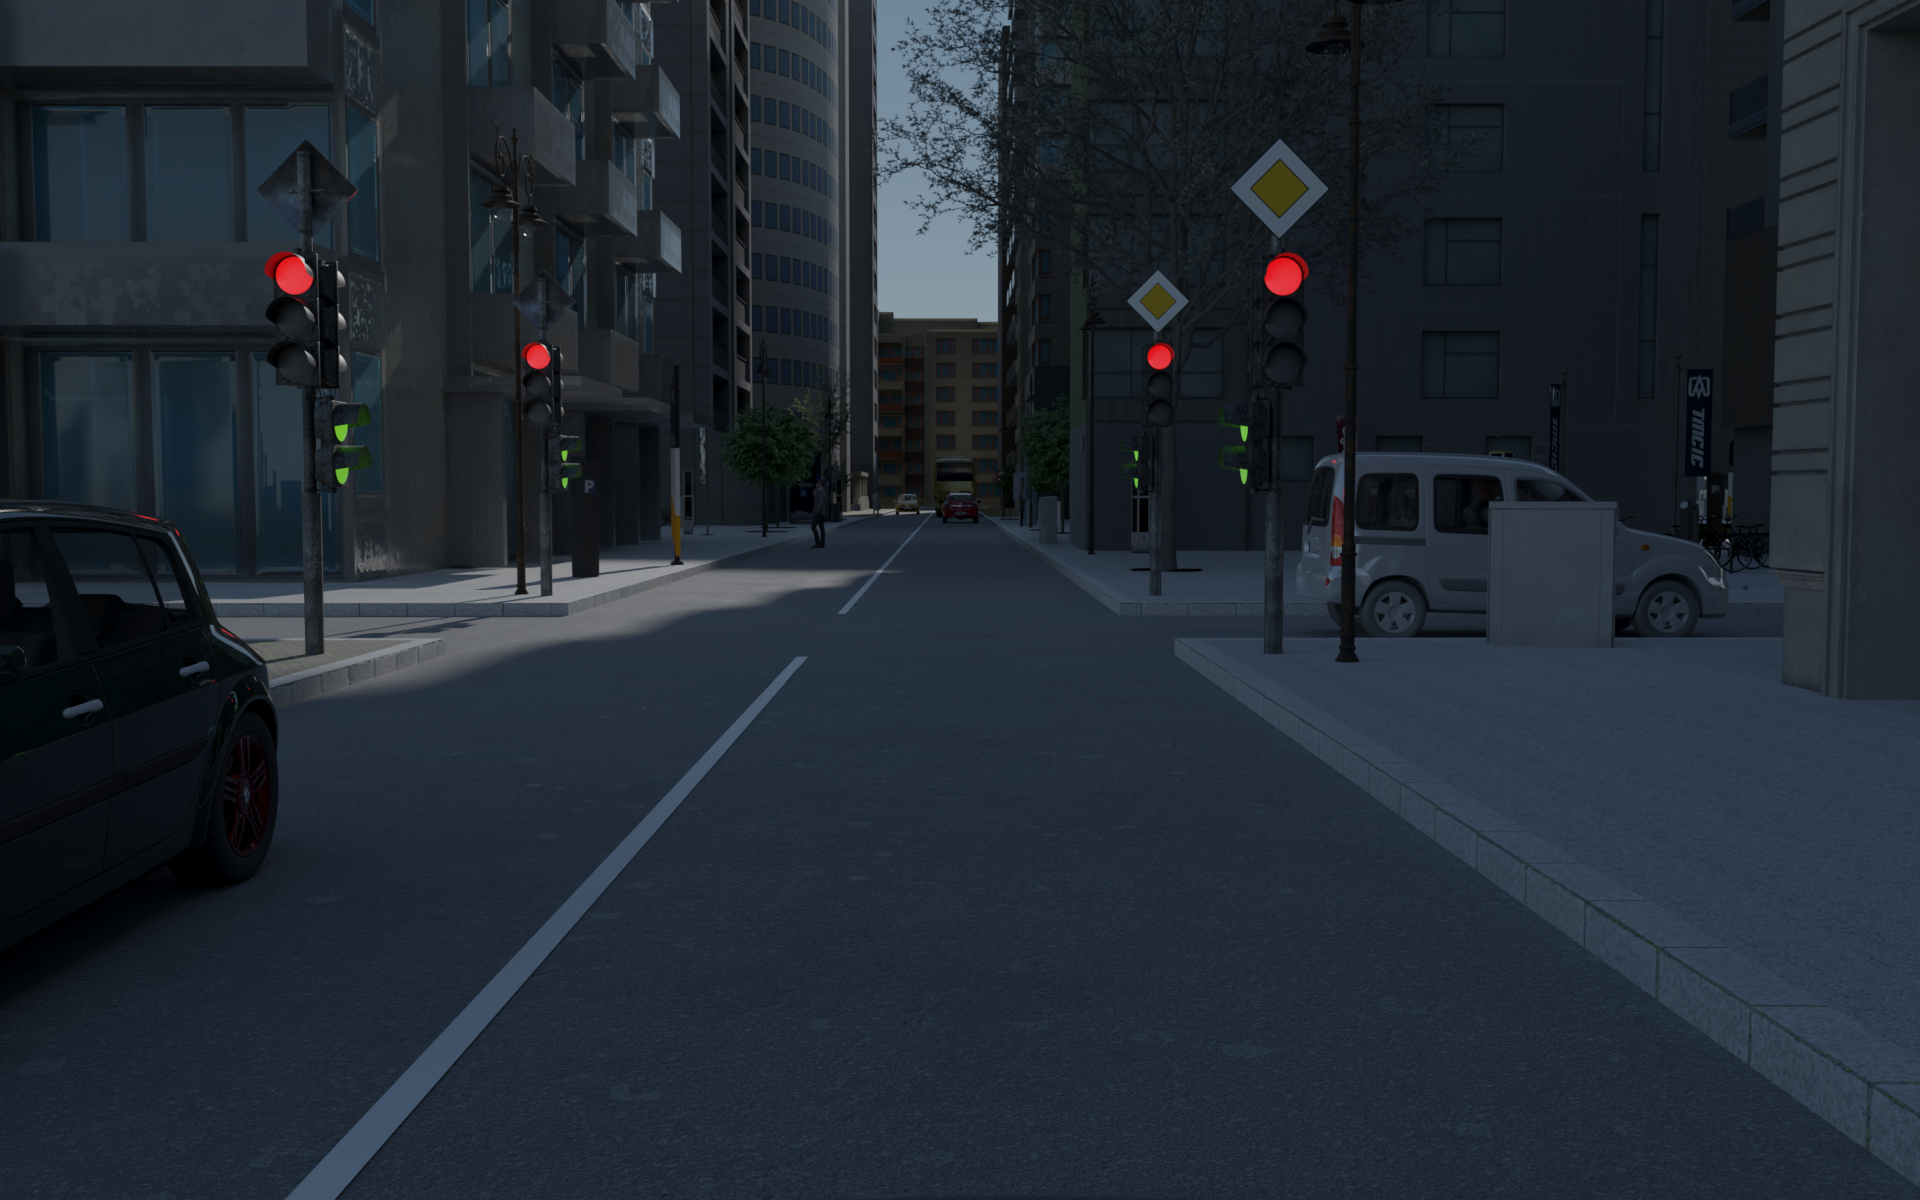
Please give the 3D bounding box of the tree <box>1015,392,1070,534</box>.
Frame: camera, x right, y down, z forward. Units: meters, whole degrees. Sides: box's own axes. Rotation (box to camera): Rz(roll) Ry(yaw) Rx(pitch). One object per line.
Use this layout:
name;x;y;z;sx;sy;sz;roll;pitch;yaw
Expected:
tree;3.400;-4.435;56.233;4.285;4.588;4.351;0;3;0

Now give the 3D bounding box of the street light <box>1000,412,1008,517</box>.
street light;2.435;-7.534;95.975;0.468;5.910;1.993;0;4;0

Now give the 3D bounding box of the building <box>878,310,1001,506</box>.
building;-9.267;-21.419;195.242;28.899;21.520;27.650;0;4;0

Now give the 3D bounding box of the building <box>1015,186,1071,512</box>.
building;17.953;-16.333;112.088;27.650;21.520;28.899;0;4;0

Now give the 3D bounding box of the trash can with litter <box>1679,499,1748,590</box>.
trash can with litter;9.711;-0.749;23.299;1.678;1.210;2.233;1;4;19

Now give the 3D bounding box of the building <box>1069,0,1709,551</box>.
building;9.808;-22.091;44.781;14.154;41.232;14.086;0;4;0

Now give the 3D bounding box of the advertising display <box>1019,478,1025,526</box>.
advertising display;2.463;-3.896;68.907;0.123;1.923;0.974;0;4;7

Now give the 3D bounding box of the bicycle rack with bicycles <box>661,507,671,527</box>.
bicycle rack with bicycles;-12.395;-3.359;68.303;2.925;0.926;2.852;0;4;-7

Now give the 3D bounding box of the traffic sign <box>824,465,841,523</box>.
traffic sign;-5.639;-4.662;76.335;0.768;2.556;0.104;0;4;6

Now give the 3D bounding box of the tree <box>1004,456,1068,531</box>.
tree;2.851;-4.036;60.590;1.663;3.219;1.824;0;3;0

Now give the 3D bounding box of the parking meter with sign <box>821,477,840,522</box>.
parking meter with sign;-6.339;-5.064;79.051;1.738;3.016;0.543;1;4;15

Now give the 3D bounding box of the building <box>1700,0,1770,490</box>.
building;67.503;-44.187;160.707;20.611;71.187;20.563;0;4;0

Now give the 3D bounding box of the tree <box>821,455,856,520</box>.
tree;-6.247;-5.636;86.745;1.663;3.219;1.824;0;3;0

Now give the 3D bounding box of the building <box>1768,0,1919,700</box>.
building;10.564;-10.102;1.332;11.583;22.565;21.152;0;4;0

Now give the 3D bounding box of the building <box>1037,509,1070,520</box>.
building;14.906;-46.916;79.752;22.319;86.520;31.000;0;4;0

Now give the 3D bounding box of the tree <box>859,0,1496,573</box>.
tree;3.498;-7.209;28.243;12.009;13.543;11.850;0;3;0

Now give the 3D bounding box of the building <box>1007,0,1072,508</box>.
building;15.222;-31.926;141.595;23.786;49.044;30.456;0;4;0

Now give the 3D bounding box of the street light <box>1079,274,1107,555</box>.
street light;2.789;-3.900;36.557;0.468;5.910;1.993;0;4;0

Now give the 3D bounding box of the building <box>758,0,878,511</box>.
building;-21.839;-37.816;160.290;28.212;58.520;21.231;0;4;0

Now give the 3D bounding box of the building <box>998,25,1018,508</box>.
building;10.671;-31.429;163.969;14.600;45.320;14.200;0;4;0

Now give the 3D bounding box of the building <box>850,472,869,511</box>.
building;-23.695;-27.228;137.052;32.217;40.220;23.993;0;4;0

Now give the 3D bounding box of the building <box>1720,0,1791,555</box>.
building;23.674;-23.211;29.616;14.200;45.320;14.600;0;4;0

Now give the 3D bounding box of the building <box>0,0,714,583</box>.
building;-18.364;-25.480;36.214;23.786;49.044;30.456;0;4;0

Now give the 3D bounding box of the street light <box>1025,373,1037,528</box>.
street light;2.707;-5.700;65.982;0.468;5.910;1.993;0;4;0

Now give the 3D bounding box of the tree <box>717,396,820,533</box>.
tree;-6.485;-4.559;58.254;4.285;4.588;4.351;0;3;0

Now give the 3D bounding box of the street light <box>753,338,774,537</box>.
street light;-5.826;-4.810;51.426;0.468;5.910;1.993;0;4;0

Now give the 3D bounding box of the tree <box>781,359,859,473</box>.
tree;-7.373;-8.796;94.177;4.360;8.622;3.978;0;3;0

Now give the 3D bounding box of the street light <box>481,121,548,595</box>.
street light;-5.614;-3.010;22.001;0.468;5.910;1.993;0;4;0

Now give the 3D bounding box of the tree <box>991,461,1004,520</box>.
tree;2.379;-5.633;86.707;1.663;3.219;1.824;0;3;0

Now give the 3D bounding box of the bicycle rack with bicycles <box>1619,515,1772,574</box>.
bicycle rack with bicycles;13.000;-0.950;28.918;2.925;0.926;2.852;0;4;-5

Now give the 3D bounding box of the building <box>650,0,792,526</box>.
building;-18.134;-39.148;78.322;20.563;71.187;20.611;0;4;0

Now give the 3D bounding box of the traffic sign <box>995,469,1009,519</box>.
traffic sign;2.197;-5.438;89.019;0.768;2.556;0.104;0;4;3

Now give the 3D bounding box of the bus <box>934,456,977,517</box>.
bus;-0.298;-7.336;111.494;2.896;3.916;12.252;0;4;0

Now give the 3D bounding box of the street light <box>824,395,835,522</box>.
street light;-6.077;-6.609;80.850;0.468;5.910;1.993;0;4;0

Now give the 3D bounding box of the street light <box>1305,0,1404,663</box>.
street light;2.966;-2.465;13.088;0.468;5.910;1.993;0;4;0
